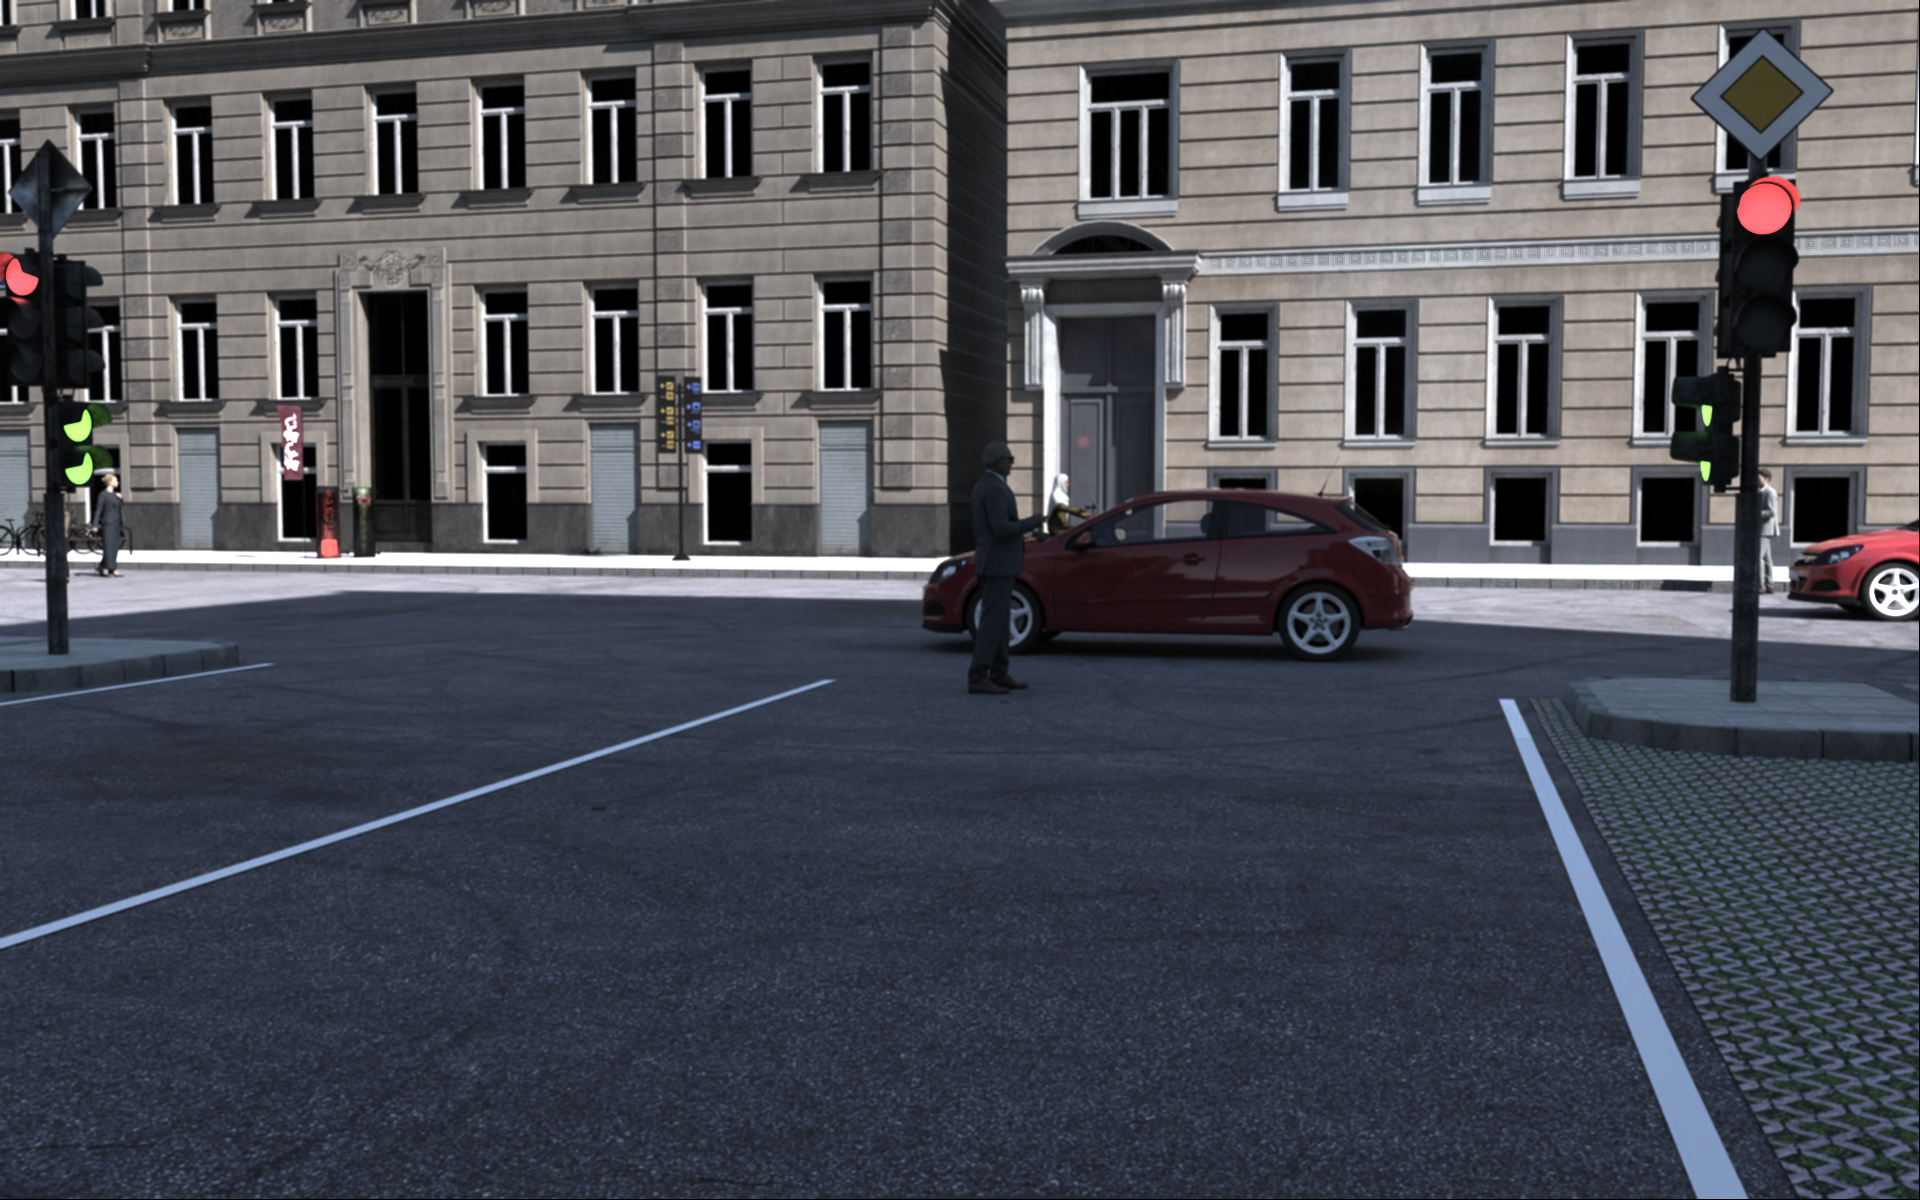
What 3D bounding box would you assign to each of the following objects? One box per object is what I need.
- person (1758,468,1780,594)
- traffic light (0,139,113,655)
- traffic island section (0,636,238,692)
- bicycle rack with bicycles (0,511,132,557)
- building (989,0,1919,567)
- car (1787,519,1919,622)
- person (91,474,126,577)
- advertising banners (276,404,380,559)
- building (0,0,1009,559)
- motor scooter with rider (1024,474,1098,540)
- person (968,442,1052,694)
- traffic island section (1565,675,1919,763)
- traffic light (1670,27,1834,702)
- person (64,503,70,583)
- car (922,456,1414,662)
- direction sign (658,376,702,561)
[{"bbox_3d":[11.427,-0.987,24.840,0.583,1.804,0.606,0,4,5],"label":"person"},{"bbox_3d":[-7.218,-1.520,13.774,0.839,4.253,0.868,1,4,15],"label":"traffic light"},{"bbox_3d":[-7.255,0.511,13.919,2.009,0.180,2.903,1,4,15],"label":"traffic island section"},{"bbox_3d":[-18.872,-1.412,36.470,2.925,0.926,2.852,-3,5,-40],"label":"bicycle rack with bicycles"},{"bbox_3d":[11.808,-15.342,36.754,20.117,28.700,13.634,1,4,15],"label":"building"},{"bbox_3d":[11.958,-0.661,19.849,4.494,1.783,2.155,1,4,15],"label":"car"},{"bbox_3d":[-14.727,-1.284,29.911,0.534,1.772,0.576,-1,4,-14],"label":"person"},{"bbox_3d":[-12.524,-2.335,34.362,0.090,3.025,2.074,3,5,44],"label":"advertising banners"},{"bbox_3d":[-10.747,-14.975,42.106,25.104,27.353,12.463,1,4,15],"label":"building"},{"bbox_3d":[1.755,-1.031,25.823,1.986,1.779,0.876,1,4,13],"label":"motor scooter with rider"},{"bbox_3d":[0.337,-0.234,12.505,0.590,1.801,0.661,-1,4,-12],"label":"person"},{"bbox_3d":[4.872,0.707,10.726,2.009,0.180,2.903,1,4,15],"label":"traffic island section"},{"bbox_3d":[4.836,-1.327,10.622,0.839,4.253,0.868,1,4,15],"label":"traffic light"},{"bbox_3d":[-14.391,-0.935,27.690,0.435,1.345,0.340,3,4,38],"label":"person"},{"bbox_3d":[1.848,-0.419,15.888,4.494,1.783,2.155,1,4,13],"label":"car"},{"bbox_3d":[-5.388,-2.532,33.390,0.876,3.537,0.379,-2,4,-31],"label":"direction sign"}]
